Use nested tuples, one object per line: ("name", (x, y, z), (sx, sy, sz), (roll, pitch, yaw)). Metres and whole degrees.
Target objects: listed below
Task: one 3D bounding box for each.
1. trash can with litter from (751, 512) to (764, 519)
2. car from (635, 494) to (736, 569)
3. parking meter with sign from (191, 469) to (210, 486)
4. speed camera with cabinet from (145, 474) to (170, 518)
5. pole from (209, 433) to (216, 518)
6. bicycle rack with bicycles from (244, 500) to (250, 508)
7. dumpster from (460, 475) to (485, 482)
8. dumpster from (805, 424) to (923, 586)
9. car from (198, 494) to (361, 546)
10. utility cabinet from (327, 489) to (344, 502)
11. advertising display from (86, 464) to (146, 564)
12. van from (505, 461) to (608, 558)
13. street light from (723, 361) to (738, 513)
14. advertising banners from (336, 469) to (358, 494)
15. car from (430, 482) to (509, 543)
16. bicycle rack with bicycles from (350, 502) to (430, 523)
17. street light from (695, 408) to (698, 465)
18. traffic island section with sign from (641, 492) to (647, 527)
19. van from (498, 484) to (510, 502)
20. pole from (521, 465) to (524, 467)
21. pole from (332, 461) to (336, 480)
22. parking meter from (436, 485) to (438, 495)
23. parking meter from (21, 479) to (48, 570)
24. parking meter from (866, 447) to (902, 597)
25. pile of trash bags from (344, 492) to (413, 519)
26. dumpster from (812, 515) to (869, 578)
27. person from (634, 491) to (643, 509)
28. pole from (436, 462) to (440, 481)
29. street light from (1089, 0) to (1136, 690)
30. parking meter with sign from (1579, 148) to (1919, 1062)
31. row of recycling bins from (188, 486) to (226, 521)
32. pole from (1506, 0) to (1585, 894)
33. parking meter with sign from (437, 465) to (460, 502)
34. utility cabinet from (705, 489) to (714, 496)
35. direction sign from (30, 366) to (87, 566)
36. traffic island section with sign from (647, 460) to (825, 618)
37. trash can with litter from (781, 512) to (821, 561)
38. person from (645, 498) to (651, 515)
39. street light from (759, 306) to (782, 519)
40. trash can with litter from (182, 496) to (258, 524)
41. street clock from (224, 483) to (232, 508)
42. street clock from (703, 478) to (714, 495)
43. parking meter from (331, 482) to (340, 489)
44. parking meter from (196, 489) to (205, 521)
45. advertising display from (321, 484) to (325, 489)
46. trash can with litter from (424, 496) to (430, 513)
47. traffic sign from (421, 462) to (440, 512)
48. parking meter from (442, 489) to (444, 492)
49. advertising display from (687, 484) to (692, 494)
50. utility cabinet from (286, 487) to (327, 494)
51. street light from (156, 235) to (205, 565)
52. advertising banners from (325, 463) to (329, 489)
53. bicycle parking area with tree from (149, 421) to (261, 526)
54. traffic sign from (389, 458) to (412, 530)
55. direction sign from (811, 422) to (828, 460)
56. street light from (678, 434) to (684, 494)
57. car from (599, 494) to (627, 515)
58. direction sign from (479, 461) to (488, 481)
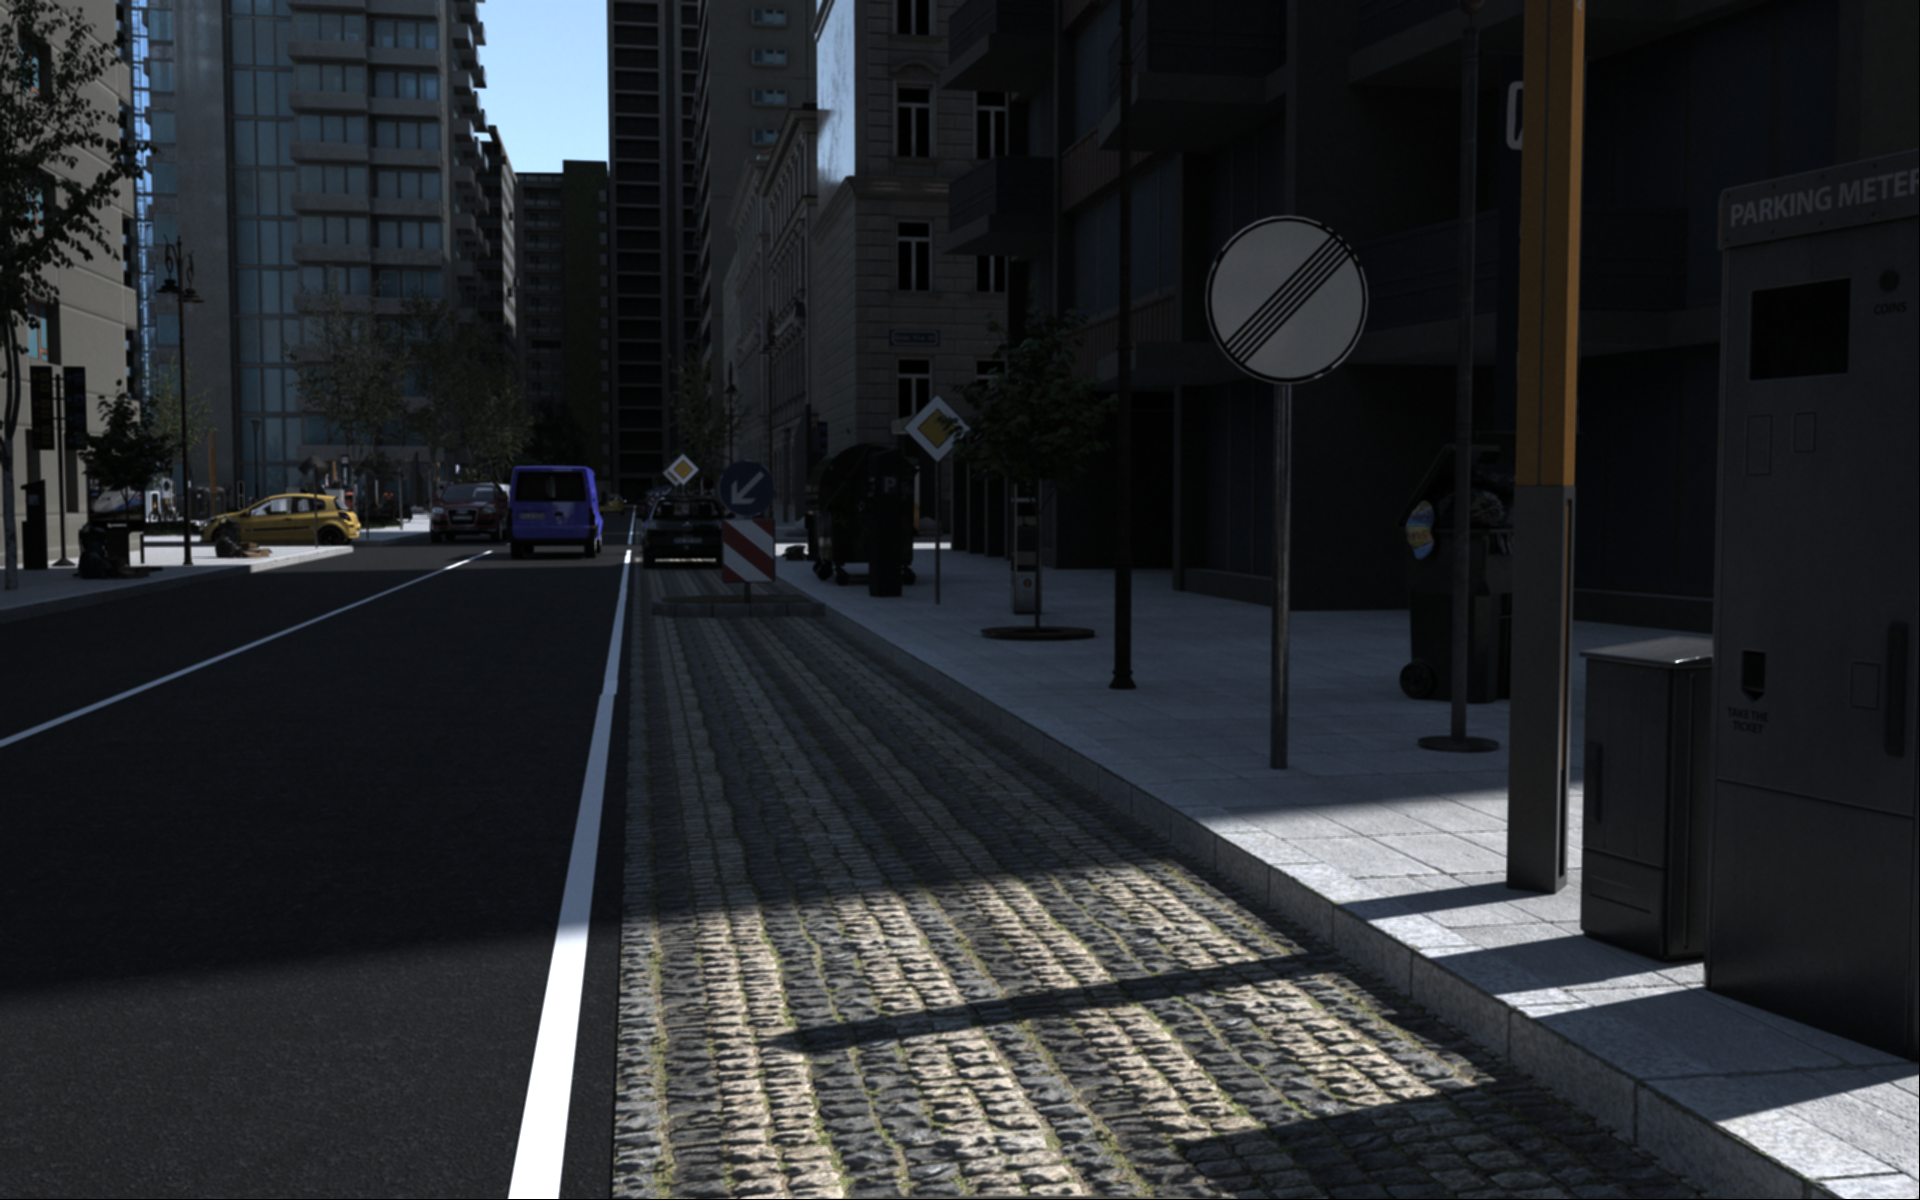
("trash can with litter", (-8.104, -3.356, 65.931), (2.233, 1.210, 1.678), (-2, 4, -27))
("car", (-5.466, -1.516, 34.575), (2.009, 1.686, 4.222), (-1, 4, -10))
("parking meter with sign", (-51.934, -7.522, 119.245), (1.738, 3.016, 0.543), (-1, 4, -15))
("speed camera with cabinet", (-43.705, -6.099, 94.046), (0.660, 3.252, 2.038), (0, 4, 4))
("pole", (-24.844, -3.898, 57.575), (0.158, 3.312, 0.155), (0, 3, 0))
("bicycle rack with bicycles", (-44.933, -5.998, 111.449), (2.852, 0.926, 2.925), (2, 4, 32))
("dumpster", (-24.394, -5.165, 86.934), (1.502, 2.255, 1.985), (-1, 4, -10))
("dumpster", (-1.388, -1.374, 24.962), (1.502, 2.255, 1.985), (-1, 4, -10))
("car", (-17.982, -2.176, 45.808), (3.980, 1.641, 2.015), (-1, 4, -10))
("utility cabinet", (-29.710, -4.482, 81.964), (1.173, 1.500, 0.318), (1, 4, 17))
("advertising display", (-15.415, -1.617, 31.655), (0.974, 1.923, 0.123), (-3, 5, -41))
("van", (-9.374, -2.198, 40.321), (2.240, 2.365, 5.245), (-1, 4, -10))
("street light", (-7.952, -5.343, 60.142), (0.468, 5.910, 1.993), (-1, 4, -11))
("advertising banners", (-42.775, -7.598, 120.413), (2.074, 3.025, 0.090), (1, 4, 19))
("car", (-14.905, -2.707, 52.930), (2.281, 1.827, 5.304), (-1, 4, -9))
("bicycle rack with bicycles", (-26.079, -3.973, 78.341), (2.925, 0.926, 2.852), (1, 4, 12))
("street light", (-14.022, -7.317, 92.425), (0.468, 5.910, 1.993), (-1, 4, -11))
("traffic island section with sign", (-13.015, -4.130, 76.147), (1.989, 1.847, 2.006), (-1, 4, -11))
("van", (-18.804, -3.830, 69.626), (2.013, 2.044, 4.112), (-1, 4, -11))
("pole", (-31.103, -7.915, 123.246), (0.158, 3.312, 0.155), (0, 3, 0))
("pole", (-38.699, -6.928, 107.120), (0.158, 3.312, 0.155), (0, 3, 0))
("parking meter", (-32.750, -6.284, 108.456), (0.255, 1.863, 0.399), (0, 4, -1))
("parking meter", (-15.760, -1.289, 29.482), (0.372, 1.533, 0.369), (0, 3, 0))
("parking meter", (-0.947, -0.975, 21.649), (0.399, 1.863, 0.255), (-2, 4, -30))
("pile of trash bags", (-29.934, -4.826, 88.655), (1.912, 1.369, 3.447), (3, 5, 43))
("dumpster", (-1.649, -1.309, 27.167), (1.264, 1.857, 1.865), (-1, 4, -11))
("person", (-31.899, -9.945, 171.928), (0.721, 1.723, 1.217), (2, 4, 35))
("pole", (-33.266, -7.132, 110.452), (0.158, 3.312, 0.155), (0, 3, 0))
("street light", (1.075, -2.354, 11.273), (0.468, 5.910, 1.993), (-1, 4, -11))
("parking meter with sign", (2.247, -0.485, 4.199), (0.543, 3.016, 1.738), (-1, 4, -22))
("row of recycling bins", (-37.314, -4.806, 85.691), (1.069, 1.692, 3.534), (0, 4, -4))
("pole", (1.884, -0.716, 5.556), (0.158, 3.312, 0.155), (0, 3, 0))
("parking meter with sign", (-30.544, -6.500, 102.535), (1.738, 3.016, 0.543), (1, 4, 9))
("utility cabinet", (-11.593, -4.373, 80.178), (0.318, 1.500, 1.173), (-1, 4, -15))
("direction sign", (-15.977, -2.371, 30.770), (0.876, 3.537, 0.379), (-1, 4, -17))
("traffic island section with sign", (-2.720, -0.752, 20.918), (1.989, 1.847, 2.006), (-1, 4, -11))
("trash can with litter", (-2.937, -1.342, 33.336), (1.055, 1.170, 0.624), (1, 4, 18))
("person", (-21.579, -6.479, 119.935), (0.738, 1.151, 1.012), (0, 4, 4))
("street light", (-4.671, -4.281, 42.775), (0.468, 5.910, 1.993), (-1, 4, -11))
("trash can with litter", (-26.216, -3.111, 61.919), (1.678, 1.210, 2.233), (2, 4, 34))
("street clock", (-49.389, -6.869, 116.872), (0.471, 2.002, 0.358), (1, 4, 14))
("street clock", (-11.073, -4.383, 76.225), (0.471, 2.002, 0.358), (-1, 4, -11))
("parking meter", (-31.291, -4.960, 86.807), (0.399, 1.863, 0.255), (2, 4, 35))
("parking meter", (-36.525, -4.580, 83.300), (0.372, 1.533, 0.369), (0, 3, 0))
("advertising display", (-41.411, -6.516, 111.751), (0.974, 1.923, 0.123), (-3, 4, -36))
("trash can with litter", (-35.604, -6.447, 116.794), (1.055, 1.170, 0.624), (-1, 4, -18))
("traffic sign", (-21.278, -4.254, 69.651), (0.768, 2.556, 0.104), (0, 4, -1))
("parking meter", (-22.535, -4.140, 76.094), (0.372, 1.533, 0.369), (0, 3, 0))
("advertising display", (-15.698, -5.949, 102.478), (0.974, 1.923, 0.123), (1, 4, 17))
("utility cabinet", (-22.125, -3.049, 58.528), (1.173, 1.500, 0.318), (-2, 4, -24))
("street light", (-13.953, -3.568, 31.125), (0.468, 5.910, 1.993), (-1, 4, -11))
("advertising banners", (-35.772, -6.170, 97.069), (0.090, 3.025, 2.074), (0, 4, 2))
("bicycle parking area with tree", (-30.163, -4.932, 67.646), (8.231, 4.147, 9.016), (1, 4, 14))
("traffic sign", (-20.016, -3.784, 61.982), (0.768, 2.556, 0.104), (-1, 4, -10))
("direction sign", (-4.548, -3.801, 54.151), (0.876, 3.537, 0.379), (-2, 4, -27))
("street light", (-19.936, -9.244, 123.932), (0.468, 5.910, 1.993), (-1, 4, -11))
("car", (-23.760, -6.598, 118.093), (2.015, 1.641, 3.980), (-1, 4, -9))
("direction sign", (-32.740, -7.769, 119.022), (0.876, 3.537, 0.379), (3, 4, 38))
